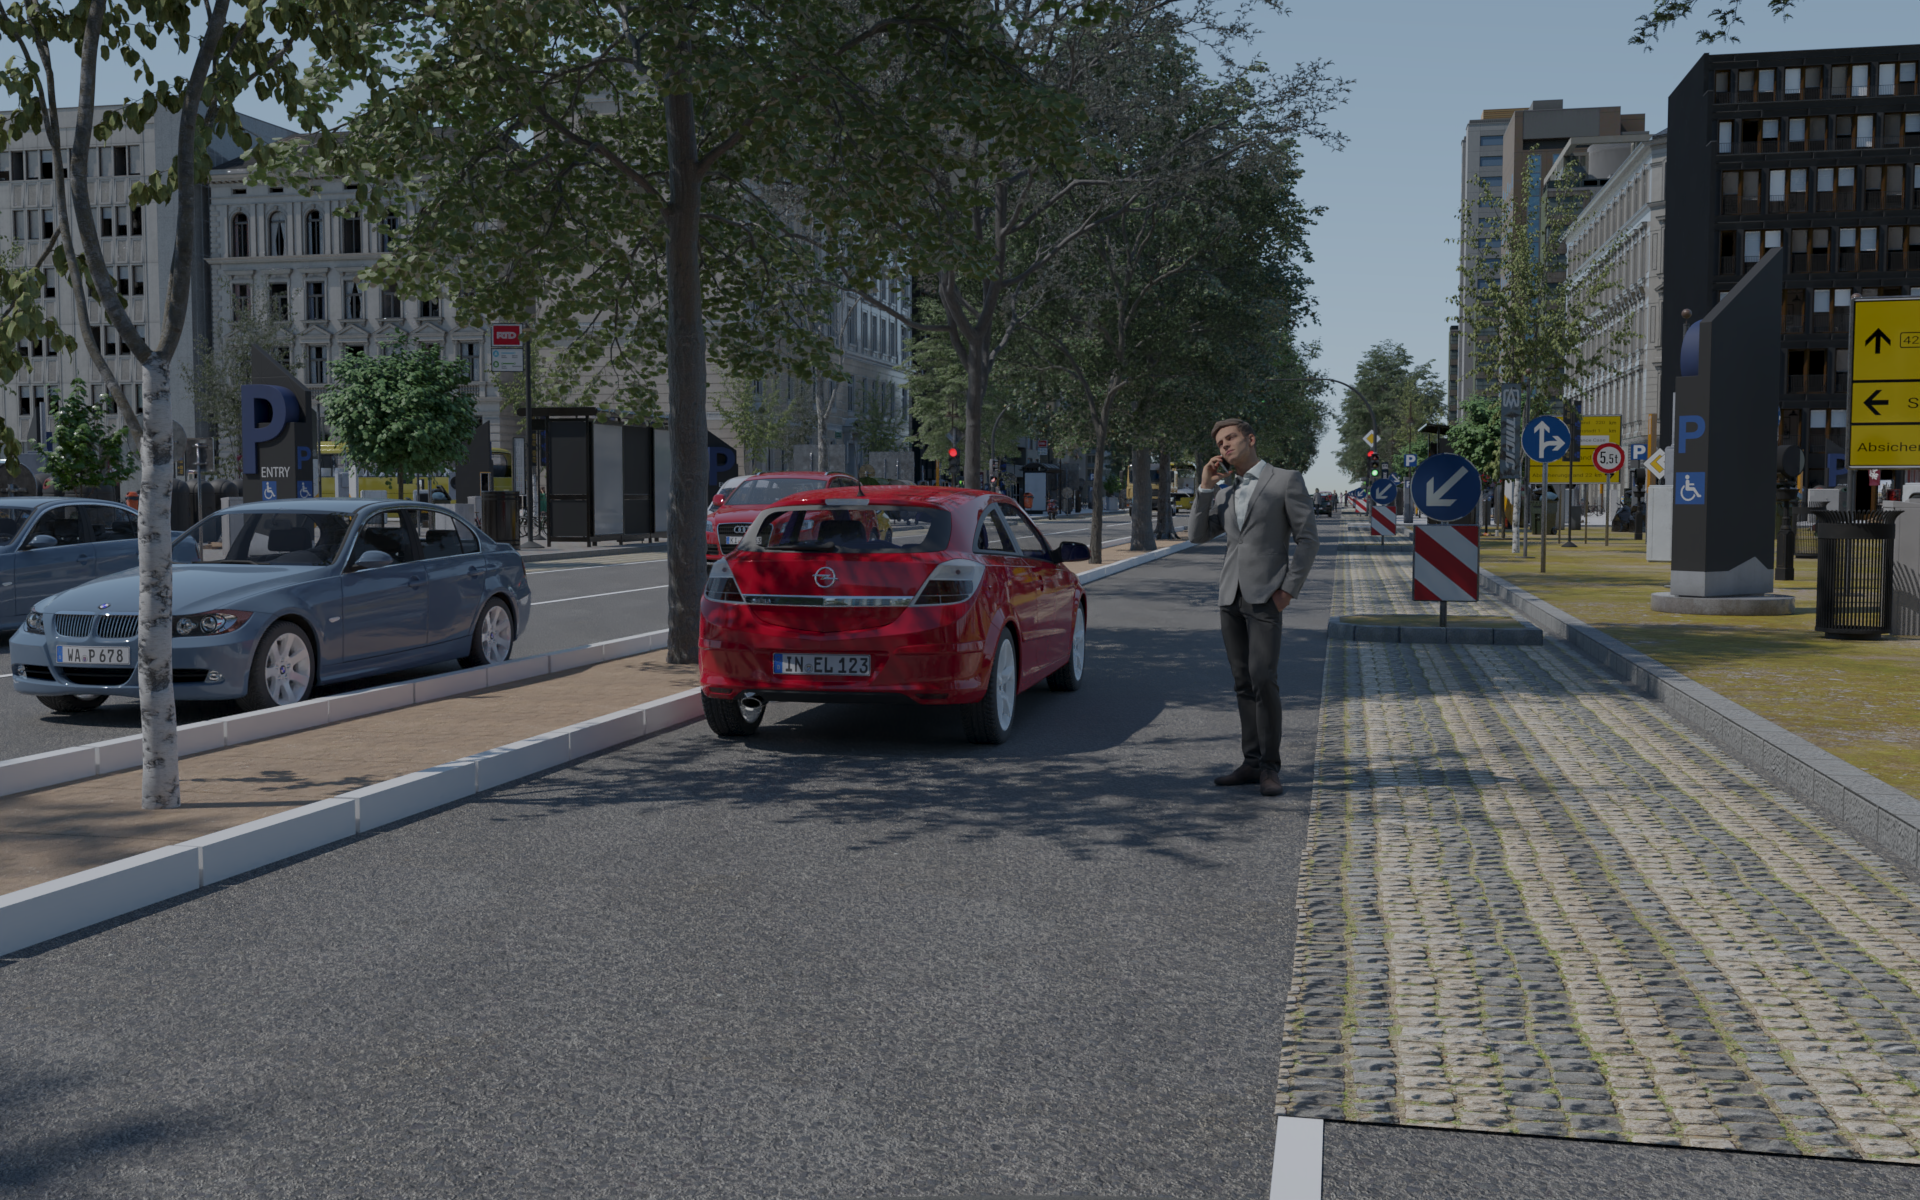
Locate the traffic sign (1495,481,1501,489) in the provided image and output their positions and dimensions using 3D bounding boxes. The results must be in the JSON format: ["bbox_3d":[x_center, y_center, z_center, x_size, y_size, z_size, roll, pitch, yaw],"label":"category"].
[{"bbox_3d":[26.834,-5.302,86.788,0.768,2.556,0.104,1,4,22],"label":"traffic sign"}]

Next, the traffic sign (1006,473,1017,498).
[{"bbox_3d":[3.013,-6.342,103.802,0.768,2.556,0.104,1,4,15],"label":"traffic sign"}]

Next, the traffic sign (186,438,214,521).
[{"bbox_3d":[-13.820,-1.796,31.500,0.606,2.300,0.079,1,4,18],"label":"traffic sign"}]

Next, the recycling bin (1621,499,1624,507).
[{"bbox_3d":[38.106,-5.263,98.601,0.722,1.027,0.722,3,5,40],"label":"recycling bin"}]

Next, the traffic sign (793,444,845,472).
[{"bbox_3d":[-5.771,-4.710,70.882,2.265,3.308,0.079,1,4,17],"label":"traffic sign"}]

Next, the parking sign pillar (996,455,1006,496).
[{"bbox_3d":[2.693,-7.638,113.347,1.447,3.967,1.447,-1,4,-8],"label":"parking sign pillar"}]

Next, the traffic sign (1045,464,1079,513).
[{"bbox_3d":[6.799,-7.439,115.495,2.265,3.308,0.079,1,4,13],"label":"traffic sign"}]

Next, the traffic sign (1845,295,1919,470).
[{"bbox_3d":[10.285,-1.456,17.682,2.265,3.308,0.079,1,4,17],"label":"traffic sign"}]

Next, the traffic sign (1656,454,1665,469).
[{"bbox_3d":[16.776,-2.419,40.730,0.795,2.450,0.064,1,4,19],"label":"traffic sign"}]

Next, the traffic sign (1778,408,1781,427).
[{"bbox_3d":[9.103,-1.227,20.168,0.768,2.556,0.104,1,4,22],"label":"traffic sign"}]

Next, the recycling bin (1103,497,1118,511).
[{"bbox_3d":[11.788,-7.450,134.366,0.722,1.027,0.722,-1,4,-17],"label":"recycling bin"}]

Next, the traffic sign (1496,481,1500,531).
[{"bbox_3d":[17.152,-3.369,55.190,0.768,2.556,0.104,1,4,17],"label":"traffic sign"}]

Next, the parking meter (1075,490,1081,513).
[{"bbox_3d":[8.575,-7.184,125.869,0.372,1.533,0.369,0,3,0],"label":"parking meter"}]

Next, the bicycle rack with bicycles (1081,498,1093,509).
[{"bbox_3d":[10.976,-8.050,144.994,2.925,0.926,2.852,-3,5,-42],"label":"bicycle rack with bicycles"}]

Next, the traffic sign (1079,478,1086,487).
[{"bbox_3d":[9.639,-8.446,138.196,0.768,2.556,0.104,1,4,17],"label":"traffic sign"}]

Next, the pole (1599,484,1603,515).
[{"bbox_3d":[40.250,-7.022,108.658,0.158,3.312,0.155,0,3,0],"label":"pole"}]

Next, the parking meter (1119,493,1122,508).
[{"bbox_3d":[13.965,-8.808,149.726,0.399,1.863,0.255,-1,4,-19],"label":"parking meter"}]

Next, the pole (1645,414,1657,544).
[{"bbox_3d":[17.599,-3.073,44.091,0.158,3.312,0.155,0,3,0],"label":"pole"}]

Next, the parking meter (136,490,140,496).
[{"bbox_3d":[-46.418,-5.483,98.062,0.372,1.533,0.369,0,3,0],"label":"parking meter"}]

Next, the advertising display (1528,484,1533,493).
[{"bbox_3d":[35.830,-6.397,109.799,0.974,1.923,0.123,-1,4,-11],"label":"advertising display"}]

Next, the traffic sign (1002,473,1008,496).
[{"bbox_3d":[2.877,-6.425,105.160,0.768,2.556,0.104,1,4,21],"label":"traffic sign"}]

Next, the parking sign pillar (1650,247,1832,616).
[{"bbox_3d":[8.318,-1.854,18.792,1.447,3.967,1.447,-2,4,-34],"label":"parking sign pillar"}]

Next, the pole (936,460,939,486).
[{"bbox_3d":[-1.270,-6.411,98.663,0.158,3.312,0.155,0,3,0],"label":"pole"}]

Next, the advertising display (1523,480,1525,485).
[{"bbox_3d":[25.380,-4.478,78.432,0.123,1.923,0.974,2,4,30],"label":"advertising display"}]

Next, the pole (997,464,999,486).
[{"bbox_3d":[2.350,-6.898,106.631,0.158,3.312,0.155,0,3,0],"label":"pole"}]

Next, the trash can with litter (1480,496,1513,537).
[{"bbox_3d":[16.233,-2.564,52.981,1.678,1.210,2.233,1,4,19],"label":"trash can with litter"}]

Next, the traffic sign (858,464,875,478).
[{"bbox_3d":[-3.933,-4.457,72.981,0.768,2.556,0.104,1,4,18],"label":"traffic sign"}]

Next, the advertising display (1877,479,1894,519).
[{"bbox_3d":[40.143,-4.276,75.130,0.123,1.923,0.974,0,4,-5],"label":"advertising display"}]

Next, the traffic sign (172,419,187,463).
[{"bbox_3d":[-13.360,-1.778,29.173,0.768,2.556,0.104,1,4,14],"label":"traffic sign"}]

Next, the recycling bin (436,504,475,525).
[{"bbox_3d":[-13.026,-1.965,44.688,0.722,1.027,0.722,2,4,25],"label":"recycling bin"}]

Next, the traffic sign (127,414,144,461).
[{"bbox_3d":[-12.849,-1.666,27.338,0.768,2.556,0.104,1,4,19],"label":"traffic sign"}]

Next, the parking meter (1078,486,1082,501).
[{"bbox_3d":[8.936,-7.614,130.197,0.255,1.863,0.399,-2,4,-29],"label":"parking meter"}]

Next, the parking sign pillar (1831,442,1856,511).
[{"bbox_3d":[42.301,-5.796,83.237,1.447,3.967,1.447,1,4,8],"label":"parking sign pillar"}]

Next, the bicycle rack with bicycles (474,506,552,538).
[{"bbox_3d":[-12.962,-2.334,51.541,2.925,0.926,2.852,2,4,25],"label":"bicycle rack with bicycles"}]

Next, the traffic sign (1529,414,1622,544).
[{"bbox_3d":[15.775,-3.096,44.498,2.265,3.308,0.079,1,4,14],"label":"traffic sign"}]

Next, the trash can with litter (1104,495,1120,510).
[{"bbox_3d":[11.998,-7.886,139.989,2.233,1.210,1.678,-1,4,-11],"label":"trash can with litter"}]

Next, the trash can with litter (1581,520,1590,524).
[{"bbox_3d":[27.147,-3.991,76.318,2.233,1.210,1.678,-3,4,-38],"label":"trash can with litter"}]

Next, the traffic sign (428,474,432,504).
[{"bbox_3d":[-12.080,-2.408,39.473,0.768,2.556,0.104,1,4,18],"label":"traffic sign"}]

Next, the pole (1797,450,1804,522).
[{"bbox_3d":[38.625,-5.247,79.637,0.158,3.312,0.155,0,3,0],"label":"pole"}]

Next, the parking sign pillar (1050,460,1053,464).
[{"bbox_3d":[7.255,-9.145,137.997,1.447,3.967,1.447,-1,4,-14],"label":"parking sign pillar"}]

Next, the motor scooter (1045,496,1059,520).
[{"bbox_3d":[5.148,-5.107,96.273,0.815,1.314,1.986,1,4,12],"label":"motor scooter"}]

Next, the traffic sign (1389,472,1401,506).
[{"bbox_3d":[24.551,-5.965,97.631,0.768,2.556,0.104,1,4,15],"label":"traffic sign"}]

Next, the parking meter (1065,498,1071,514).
[{"bbox_3d":[6.905,-6.251,110.608,0.372,1.533,0.369,0,3,0],"label":"parking meter"}]

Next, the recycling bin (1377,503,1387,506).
[{"bbox_3d":[35.500,-8.136,145.583,0.722,1.027,0.722,-1,4,-23],"label":"recycling bin"}]

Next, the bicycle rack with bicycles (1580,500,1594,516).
[{"bbox_3d":[35.671,-5.294,99.933,2.925,0.926,2.852,1,4,19],"label":"bicycle rack with bicycles"}]

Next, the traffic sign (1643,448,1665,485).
[{"bbox_3d":[17.503,-2.580,43.375,0.795,2.450,0.064,1,4,18],"label":"traffic sign"}]

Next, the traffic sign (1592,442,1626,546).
[{"bbox_3d":[15.983,-2.606,42.721,0.768,2.556,0.104,1,4,16],"label":"traffic sign"}]

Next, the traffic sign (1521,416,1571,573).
[{"bbox_3d":[9.528,-1.720,28.222,0.768,2.556,0.104,1,4,17],"label":"traffic sign"}]

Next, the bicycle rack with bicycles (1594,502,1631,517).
[{"bbox_3d":[33.735,-4.447,86.098,2.852,0.926,2.925,-1,4,-11],"label":"bicycle rack with bicycles"}]

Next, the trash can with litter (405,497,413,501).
[{"bbox_3d":[-20.642,-3.333,65.884,1.055,1.170,0.624,-2,4,-28],"label":"trash can with litter"}]

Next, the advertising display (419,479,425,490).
[{"bbox_3d":[-22.911,-4.184,73.626,0.123,1.923,0.974,-2,4,-28],"label":"advertising display"}]

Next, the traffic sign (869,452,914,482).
[{"bbox_3d":[-3.296,-5.459,83.135,2.265,3.308,0.079,1,4,16],"label":"traffic sign"}]

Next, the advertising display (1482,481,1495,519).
[{"bbox_3d":[26.886,-5.080,88.271,0.123,1.923,0.974,-2,4,-27],"label":"advertising display"}]

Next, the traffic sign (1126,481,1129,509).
[{"bbox_3d":[14.939,-9.366,153.238,0.768,2.556,0.104,1,4,19],"label":"traffic sign"}]
